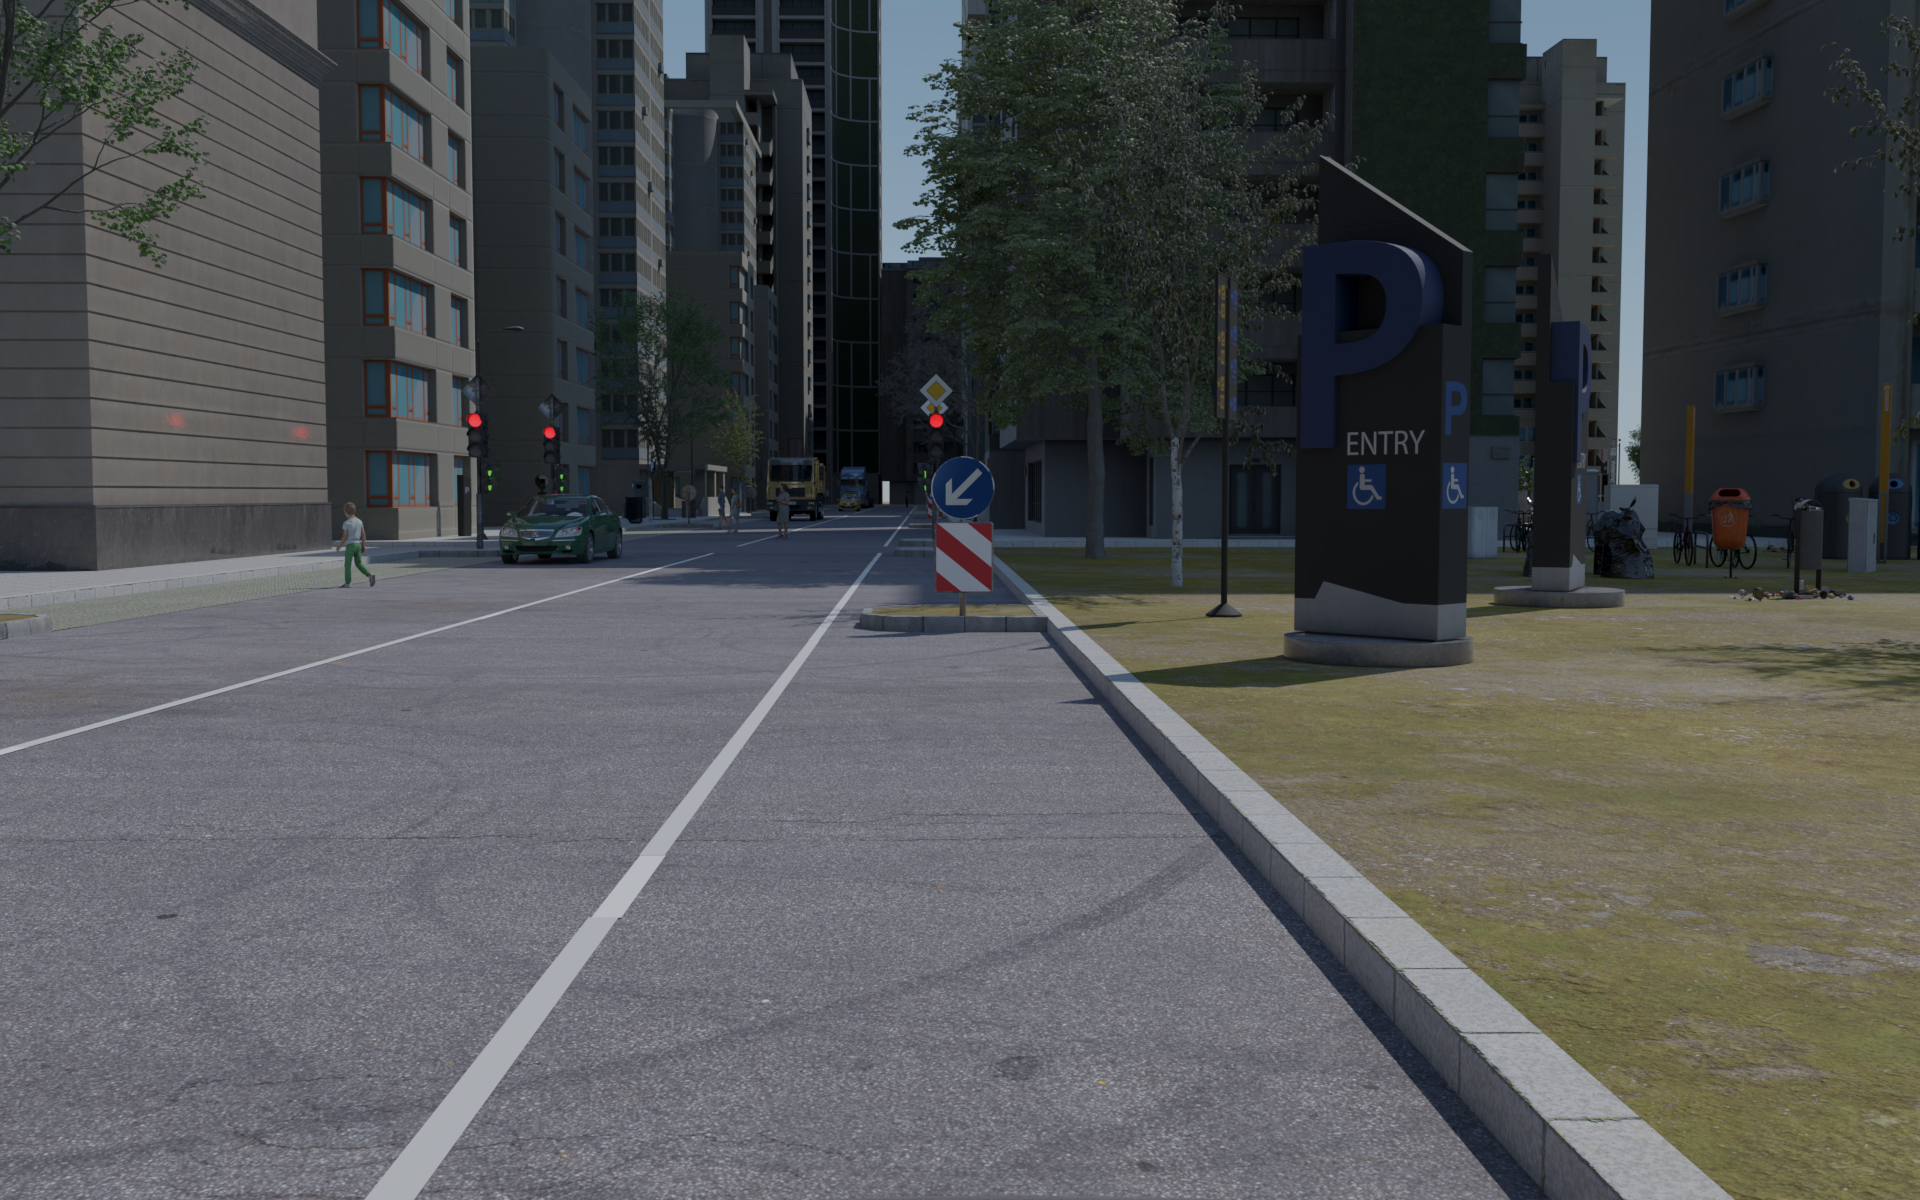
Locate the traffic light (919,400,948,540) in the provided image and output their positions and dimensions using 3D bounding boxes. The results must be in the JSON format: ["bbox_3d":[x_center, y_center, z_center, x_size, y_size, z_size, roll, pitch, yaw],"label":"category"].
[{"bbox_3d":[-0.735,-3.645,48.517,0.839,4.253,0.868,0,4,-1],"label":"traffic light"}]

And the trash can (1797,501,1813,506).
[{"bbox_3d":[17.888,-1.500,36.183,0.748,1.137,0.748,0,3,0],"label":"trash can"}]

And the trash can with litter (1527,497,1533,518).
[{"bbox_3d":[26.801,-4.298,81.660,0.624,1.170,1.055,0,4,-1],"label":"trash can with litter"}]

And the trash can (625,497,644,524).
[{"bbox_3d":[-14.023,-3.865,74.848,0.748,1.137,0.748,0,3,0],"label":"trash can"}]

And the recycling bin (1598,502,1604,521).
[{"bbox_3d":[21.669,-2.787,58.114,0.722,1.027,0.722,0,4,5],"label":"recycling bin"}]

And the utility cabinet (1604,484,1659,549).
[{"bbox_3d":[15.418,-1.906,39.834,1.173,1.500,0.318,0,4,-7],"label":"utility cabinet"}]

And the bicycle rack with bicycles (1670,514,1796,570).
[{"bbox_3d":[13.842,-1.041,30.403,2.852,0.926,2.925,1,4,18],"label":"bicycle rack with bicycles"}]

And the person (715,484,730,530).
[{"bbox_3d":[-9.456,-3.708,69.142,0.654,1.822,0.581,0,4,8],"label":"person"}]

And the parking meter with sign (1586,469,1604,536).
[{"bbox_3d":[19.170,-3.471,53.012,1.738,3.016,0.543,0,4,3],"label":"parking meter with sign"}]

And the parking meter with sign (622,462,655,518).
[{"bbox_3d":[-17.161,-5.881,92.416,1.738,3.016,0.543,-2,4,-30],"label":"parking meter with sign"}]

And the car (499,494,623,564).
[{"bbox_3d":[-8.496,-1.552,37.168,2.131,1.459,4.920,0,4,1],"label":"car"}]

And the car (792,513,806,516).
[{"bbox_3d":[-10.130,-6.081,111.223,2.131,1.459,4.920,0,4,-1],"label":"car"}]

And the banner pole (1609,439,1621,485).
[{"bbox_3d":[29.558,-5.389,78.128,0.863,3.779,0.401,-2,4,-29],"label":"banner pole"}]

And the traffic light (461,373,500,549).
[{"bbox_3d":[-11.181,-3.143,40.304,0.839,4.253,0.868,0,4,-1],"label":"traffic light"}]

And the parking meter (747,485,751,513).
[{"bbox_3d":[-14.305,-6.823,117.272,0.255,1.863,0.399,0,4,-8],"label":"parking meter"}]

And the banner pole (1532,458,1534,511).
[{"bbox_3d":[40.212,-8.024,121.202,0.401,3.779,0.863,3,5,44],"label":"banner pole"}]

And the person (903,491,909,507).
[{"bbox_3d":[-5.752,-10.753,185.001,0.721,1.739,1.217,-2,4,-30],"label":"person"}]

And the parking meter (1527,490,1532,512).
[{"bbox_3d":[28.889,-4.875,88.111,0.372,1.533,0.369,0,3,0],"label":"parking meter"}]

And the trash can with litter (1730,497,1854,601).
[{"bbox_3d":[10.233,-0.640,21.525,2.233,1.210,1.678,-2,4,-35],"label":"trash can with litter"}]

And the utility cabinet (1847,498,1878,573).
[{"bbox_3d":[14.881,-1.063,28.539,0.306,1.237,1.020,3,4,36],"label":"utility cabinet"}]

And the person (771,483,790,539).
[{"bbox_3d":[-5.788,-2.854,55.523,0.532,1.782,0.716,-3,5,-40],"label":"person"}]

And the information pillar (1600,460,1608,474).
[{"bbox_3d":[44.265,-7.809,119.025,0.504,3.616,0.183,2,4,31],"label":"information pillar"}]

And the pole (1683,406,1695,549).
[{"bbox_3d":[16.910,-2.833,40.158,0.158,3.312,0.155,0,3,0],"label":"pole"}]

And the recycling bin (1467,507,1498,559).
[{"bbox_3d":[10.236,-1.349,34.618,0.722,1.027,0.722,-2,4,-33],"label":"recycling bin"}]

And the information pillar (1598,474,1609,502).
[{"bbox_3d":[23.125,-3.539,62.359,0.304,2.012,0.304,-1,4,-10],"label":"information pillar"}]

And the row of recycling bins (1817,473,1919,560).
[{"bbox_3d":[18.629,-1.634,33.835,3.534,1.692,1.069,1,4,20],"label":"row of recycling bins"}]

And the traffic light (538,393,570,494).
[{"bbox_3d":[-11.343,-3.631,48.287,0.839,4.253,0.868,0,4,-1],"label":"traffic light"}]

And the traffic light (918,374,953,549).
[{"bbox_3d":[-0.573,-3.157,40.534,0.839,4.253,0.868,0,4,-1],"label":"traffic light"}]

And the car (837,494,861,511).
[{"bbox_3d":[-9.190,-8.176,143.896,2.015,1.641,3.980,0,4,-1],"label":"car"}]

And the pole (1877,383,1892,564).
[{"bbox_3d":[17.010,-2.326,31.865,0.158,3.312,0.155,0,3,0],"label":"pole"}]

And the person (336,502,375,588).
[{"bbox_3d":[-9.252,-0.842,26.507,0.590,1.304,0.306,1,4,11],"label":"person"}]

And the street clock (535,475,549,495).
[{"bbox_3d":[-15.566,-3.668,64.537,0.471,2.002,0.358,-2,4,-32],"label":"street clock"}]

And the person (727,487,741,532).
[{"bbox_3d":[-8.462,-3.401,65.118,0.522,1.701,0.512,1,4,19],"label":"person"}]

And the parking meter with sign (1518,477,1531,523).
[{"bbox_3d":[25.092,-4.978,77.646,0.543,3.016,1.738,0,4,-5],"label":"parking meter with sign"}]

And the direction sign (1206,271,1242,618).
[{"bbox_3d":[2.770,-1.595,18.069,0.379,3.537,0.876,1,4,22],"label":"direction sign"}]

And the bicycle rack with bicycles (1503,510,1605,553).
[{"bbox_3d":[13.068,-1.522,38.267,2.925,0.926,2.852,-3,5,-44],"label":"bicycle rack with bicycles"}]

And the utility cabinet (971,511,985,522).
[{"bbox_3d":[0.982,-4.282,81.171,1.020,1.237,0.306,3,5,41],"label":"utility cabinet"}]

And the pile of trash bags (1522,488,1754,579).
[{"bbox_3d":[10.421,-1.047,26.878,3.447,1.369,1.912,2,4,31],"label":"pile of trash bags"}]

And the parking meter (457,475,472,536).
[{"bbox_3d":[-15.028,-2.863,52.527,0.255,1.863,0.399,2,4,26],"label":"parking meter"}]
